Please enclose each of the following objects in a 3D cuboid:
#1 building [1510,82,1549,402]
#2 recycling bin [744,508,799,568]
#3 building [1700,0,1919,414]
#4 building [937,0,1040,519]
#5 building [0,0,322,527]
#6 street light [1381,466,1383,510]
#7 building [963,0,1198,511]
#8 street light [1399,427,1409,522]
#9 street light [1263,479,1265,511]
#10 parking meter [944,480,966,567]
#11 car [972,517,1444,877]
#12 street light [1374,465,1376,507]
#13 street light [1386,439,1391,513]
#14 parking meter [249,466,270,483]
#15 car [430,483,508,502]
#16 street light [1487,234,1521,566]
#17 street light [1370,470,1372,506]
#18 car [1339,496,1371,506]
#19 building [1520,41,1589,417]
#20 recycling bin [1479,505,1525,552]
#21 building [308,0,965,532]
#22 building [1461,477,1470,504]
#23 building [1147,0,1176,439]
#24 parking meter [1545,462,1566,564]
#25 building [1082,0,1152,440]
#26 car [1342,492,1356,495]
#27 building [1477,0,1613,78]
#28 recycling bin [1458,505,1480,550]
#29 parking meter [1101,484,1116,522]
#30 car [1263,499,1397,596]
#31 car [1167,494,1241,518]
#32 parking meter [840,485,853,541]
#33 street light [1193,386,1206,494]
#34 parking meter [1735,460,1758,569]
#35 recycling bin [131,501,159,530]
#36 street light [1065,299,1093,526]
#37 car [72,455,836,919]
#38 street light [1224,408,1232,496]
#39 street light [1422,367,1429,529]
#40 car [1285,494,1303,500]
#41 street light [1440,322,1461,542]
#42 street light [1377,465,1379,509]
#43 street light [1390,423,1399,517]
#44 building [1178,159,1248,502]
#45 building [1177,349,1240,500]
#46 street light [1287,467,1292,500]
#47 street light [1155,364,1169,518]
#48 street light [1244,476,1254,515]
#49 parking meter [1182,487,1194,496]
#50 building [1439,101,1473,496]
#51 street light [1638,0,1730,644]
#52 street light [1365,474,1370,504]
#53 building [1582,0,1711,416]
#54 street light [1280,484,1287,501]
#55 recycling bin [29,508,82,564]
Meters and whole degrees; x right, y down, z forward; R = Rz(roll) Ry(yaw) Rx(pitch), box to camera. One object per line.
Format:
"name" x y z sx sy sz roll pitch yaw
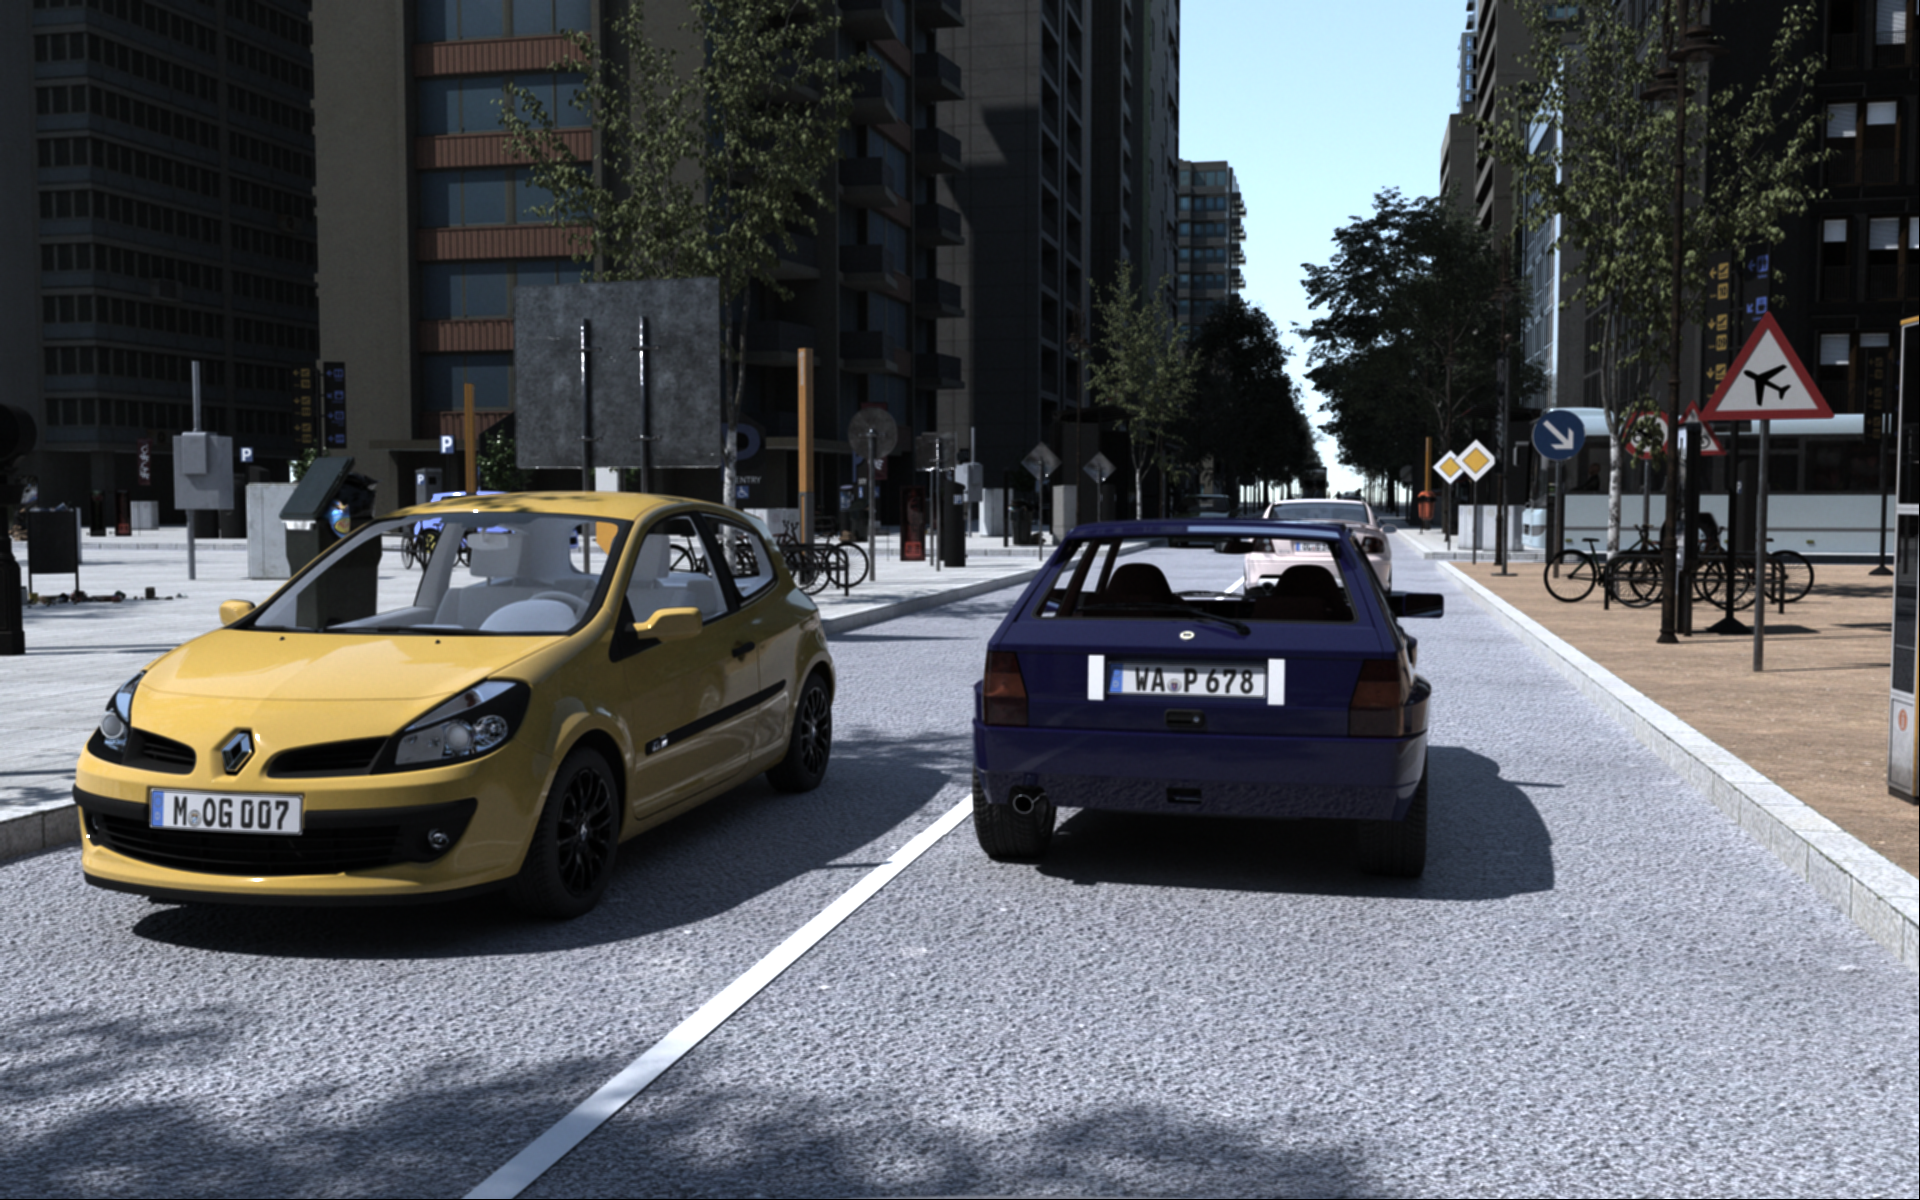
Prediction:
"building" 46.476 -21.531 123.730 14.160 30.474 14.107 1 4 13
"recycling bin" -3.269 -1.071 30.063 0.722 1.027 0.722 -3 5 -43
"building" 30.534 -13.375 48.359 15.834 23.373 12.332 1 4 13
"building" -1.592 -40.331 97.661 20.563 71.187 20.611 1 4 13
"building" -43.354 -23.439 75.103 23.993 40.220 32.217 1 4 13
"street light" 29.721 -9.023 120.314 0.468 5.910 1.993 1 4 13
"building" 12.790 -44.630 167.950 20.563 71.187 20.611 1 4 13
"street light" 20.548 -6.522 79.421 0.468 5.910 1.993 1 4 13
"street light" 23.203 -9.750 132.197 0.468 5.910 1.993 1 4 13
"parking meter" -0.091 -1.348 30.454 0.372 1.533 0.369 0 3 0
"car" 1.234 0.282 7.973 1.945 1.354 3.894 1 4 13
"street light" 37.107 -11.053 153.504 0.468 5.910 1.993 1 4 13
"street light" 27.949 -8.520 112.085 0.468 5.910 1.993 1 4 13
"parking meter" -14.485 -1.845 35.876 0.399 1.863 0.255 2 4 31
"car" -10.737 -1.876 40.271 3.694 1.707 1.945 1 4 11
"street light" 9.684 -3.558 30.963 0.468 5.910 1.993 1 4 13
"street light" 40.707 -12.048 169.778 0.468 5.910 1.993 1 4 13
"car" 18.579 -4.265 82.313 1.945 1.354 3.894 1 4 11
"building" 39.540 -17.216 99.497 12.078 24.808 19.932 1 4 13
"recycling bin" 12.154 -1.601 38.725 0.722 1.027 0.722 2 4 35
"building" -12.179 -25.243 67.344 22.147 44.769 28.867 1 4 13
"building" 64.101 -28.717 161.402 32.217 40.220 23.993 1 4 13
"building" 3.623 -34.050 145.948 28.713 52.752 27.495 1 4 13
"parking meter" 10.917 -1.593 31.752 0.255 1.863 0.399 2 4 31
"building" 5.908 -26.969 124.531 14.154 41.232 14.086 1 4 13
"car" 57.235 -15.026 254.345 2.281 1.827 5.304 1 4 11
"building" 53.434 -31.591 140.210 21.300 48.544 21.600 1 4 13
"recycling bin" 12.017 -1.683 40.066 0.722 1.027 0.722 -1 4 -14
"parking meter" 3.794 -2.194 44.286 0.372 1.533 0.369 0 3 0
"car" 4.868 -0.680 23.488 2.083 1.381 4.827 1 4 12
"car" 6.719 -2.300 47.393 2.009 1.686 4.222 1 4 14
"parking meter" -3.094 -2.379 47.304 0.372 1.533 0.369 0 3 0
"street light" 10.293 -6.226 74.575 0.468 5.910 1.993 1 4 13
"parking meter" 13.525 -1.476 29.837 0.255 1.863 0.399 0 4 -1
"recycling bin" -29.119 -3.016 61.871 0.722 1.027 0.722 0 4 -6
"street light" 2.833 -4.189 41.276 0.468 5.910 1.993 1 4 13
"car" -1.814 0.185 7.200 2.015 1.641 3.980 1 4 13
"street light" 14.087 -7.238 91.132 0.468 5.910 1.993 1 4 13
"street light" 16.935 -5.521 63.052 0.468 5.910 1.993 1 4 13
"car" 26.318 -7.521 134.973 2.014 1.417 4.499 1 4 14
"street light" 13.195 -4.520 46.695 0.468 5.910 1.993 1 4 13
"street light" 33.454 -10.062 137.299 0.468 5.910 1.993 1 4 13
"street light" 24.264 -7.529 95.887 0.468 5.910 1.993 1 4 13
"building" 29.734 -38.595 250.630 23.786 49.044 30.456 1 4 13
"building" 21.188 -23.098 222.685 27.650 21.520 28.899 1 4 13
"street light" 34.263 -12.754 181.317 0.468 5.910 1.993 1 4 13
"street light" 6.790 -5.232 58.336 0.468 5.910 1.993 1 4 13
"street light" 17.746 -8.229 107.337 0.468 5.910 1.993 1 4 13
"parking meter" 8.531 -3.434 64.557 0.372 1.533 0.369 0 3 0
"building" 69.125 -35.778 208.675 21.300 48.544 21.600 1 4 13
"street light" 6.098 -2.566 14.743 0.468 5.910 1.993 1 4 13
"street light" 48.064 -14.068 202.798 0.468 5.910 1.993 1 4 13
"building" 36.818 -17.372 77.541 14.314 27.812 24.014 1 4 13
"street light" 30.565 -11.750 164.897 0.468 5.910 1.993 1 4 13
"recycling bin" -16.601 -1.176 31.785 0.722 1.027 0.722 -3 5 -40
